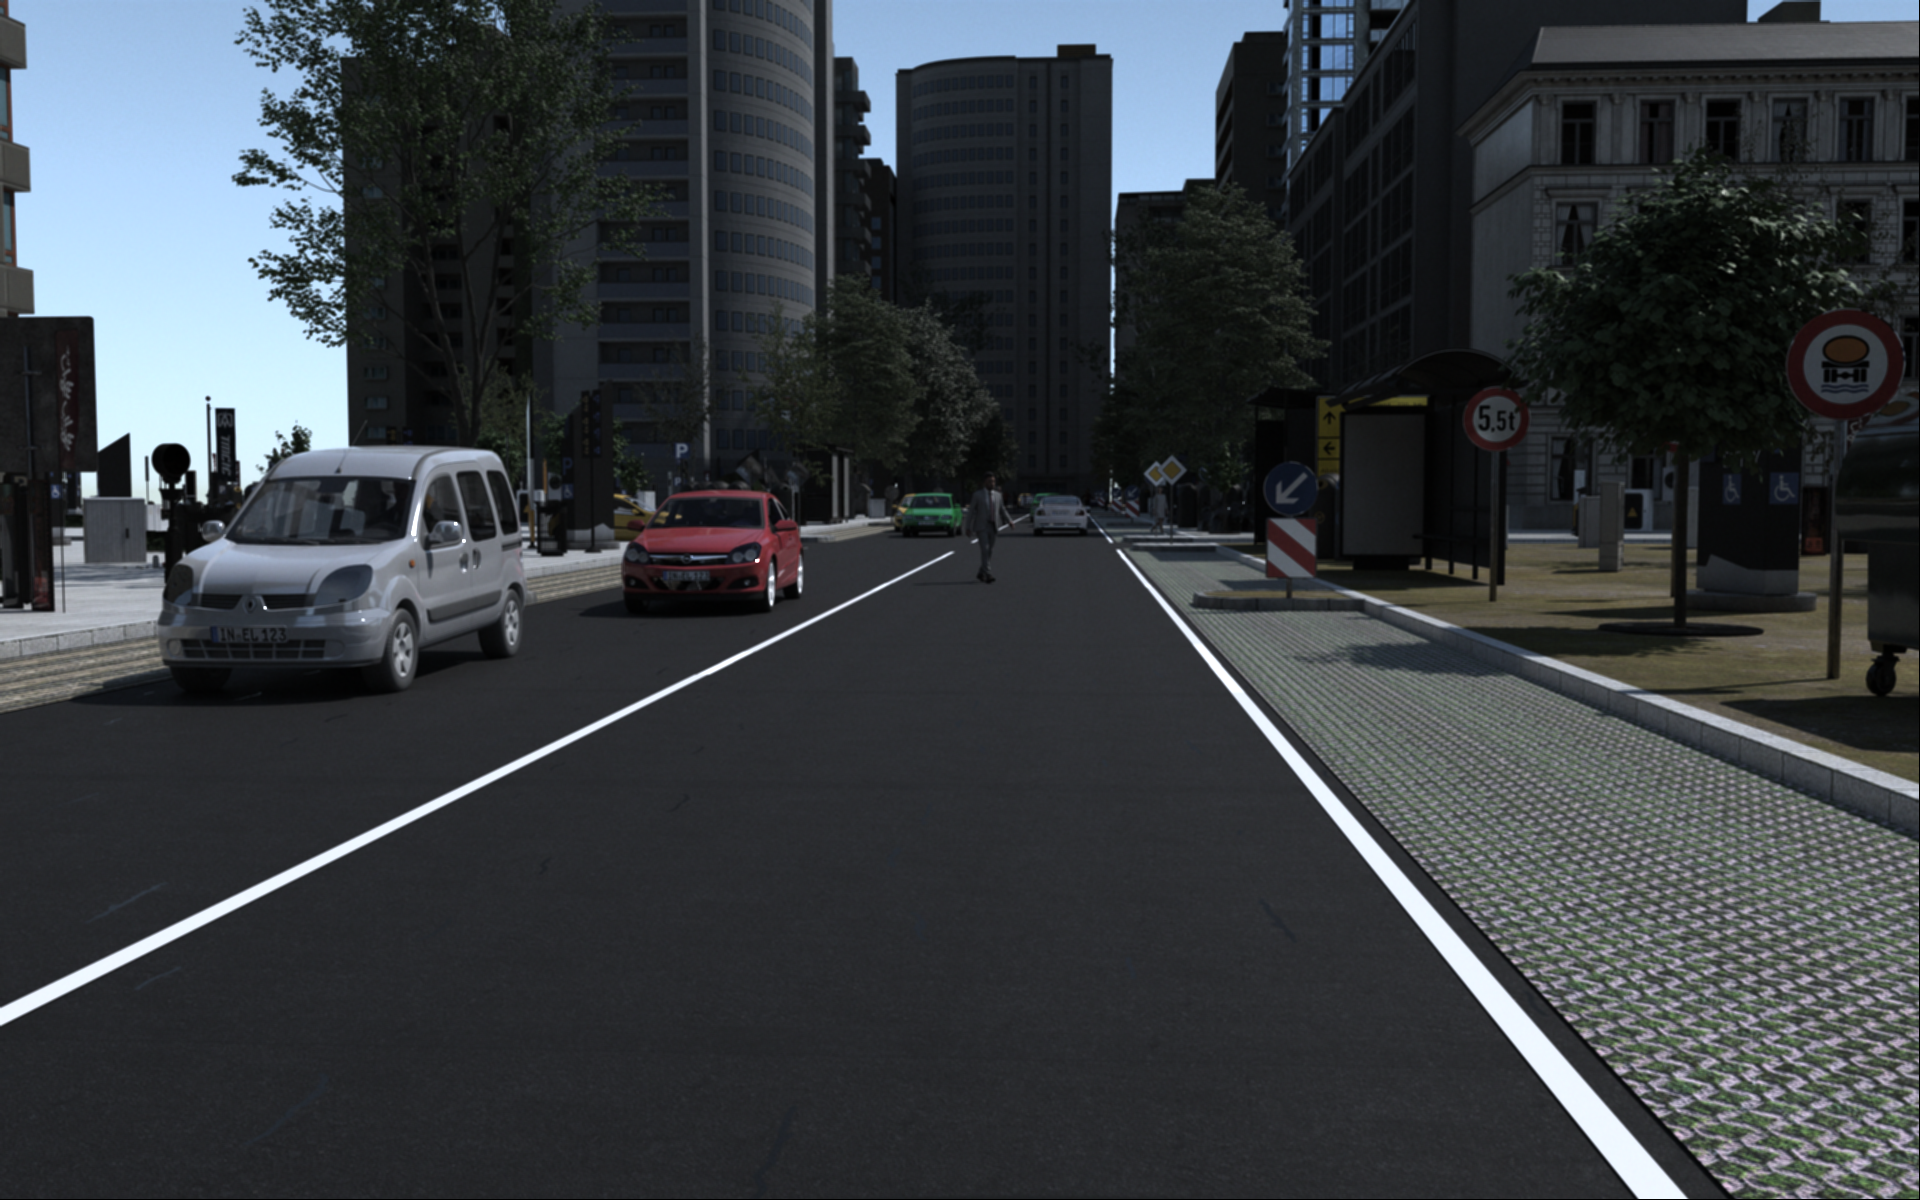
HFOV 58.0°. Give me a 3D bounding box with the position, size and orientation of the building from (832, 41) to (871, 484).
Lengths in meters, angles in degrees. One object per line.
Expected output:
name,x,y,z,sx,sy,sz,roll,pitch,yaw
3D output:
building,-25.014,-34.370,181.560,30.456,49.044,23.786,0,4,4

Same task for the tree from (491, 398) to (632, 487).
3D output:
tree,-12.891,-4.635,59.490,4.285,4.588,4.351,0,3,0

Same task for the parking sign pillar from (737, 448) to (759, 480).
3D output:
parking sign pillar,-12.229,-6.822,100.018,1.447,3.967,1.447,0,4,-7

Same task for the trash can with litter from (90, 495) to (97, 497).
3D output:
trash can with litter,-58.977,-6.596,118.908,1.678,1.210,2.233,3,5,43

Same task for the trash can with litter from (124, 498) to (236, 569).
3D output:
trash can with litter,-13.192,-1.158,29.993,2.233,1.210,1.678,1,4,23

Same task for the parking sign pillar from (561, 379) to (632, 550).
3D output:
parking sign pillar,-8.651,-3.166,40.233,1.447,3.967,1.447,2,4,32

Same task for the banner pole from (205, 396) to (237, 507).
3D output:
banner pole,-18.954,-3.323,44.345,0.863,3.779,0.401,-1,4,-16

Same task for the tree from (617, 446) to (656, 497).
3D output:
tree,-13.203,-4.641,70.484,1.663,3.219,1.824,0,3,0

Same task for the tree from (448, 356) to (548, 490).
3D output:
tree,-25.531,-8.721,92.948,4.737,8.622,4.395,0,3,0

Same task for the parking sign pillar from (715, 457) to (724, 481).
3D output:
parking sign pillar,-17.484,-8.402,125.844,1.447,3.967,1.447,-1,4,-17

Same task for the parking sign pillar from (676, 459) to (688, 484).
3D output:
parking sign pillar,-15.326,-6.544,95.465,1.447,3.967,1.447,-1,4,-18

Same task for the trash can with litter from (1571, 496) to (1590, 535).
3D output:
trash can with litter,19.998,-2.646,54.318,2.233,1.210,1.678,-3,5,-40

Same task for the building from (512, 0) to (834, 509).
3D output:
building,-22.805,-36.752,142.896,21.231,58.520,28.212,0,4,4

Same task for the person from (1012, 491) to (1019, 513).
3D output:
person,4.136,-7.255,128.586,0.415,1.643,0.593,3,5,39

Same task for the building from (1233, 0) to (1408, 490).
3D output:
building,36.937,-51.304,151.495,22.319,86.520,31.000,0,4,4

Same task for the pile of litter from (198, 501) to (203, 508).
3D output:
pile of litter,-46.792,-5.634,106.082,1.719,0.858,1.176,2,4,28

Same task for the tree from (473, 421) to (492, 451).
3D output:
tree,-21.034,-5.770,78.060,4.285,4.588,4.351,0,3,0

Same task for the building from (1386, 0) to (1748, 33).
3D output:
building,28.394,-18.075,89.028,14.314,27.812,24.014,0,4,4

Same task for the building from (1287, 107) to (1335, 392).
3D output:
building,29.779,-19.538,112.959,14.314,27.812,24.014,0,4,4

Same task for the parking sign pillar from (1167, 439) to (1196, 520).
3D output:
parking sign pillar,10.889,-5.899,84.923,1.447,3.967,1.447,2,4,33

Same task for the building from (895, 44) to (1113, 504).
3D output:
building,5.905,-42.165,231.392,28.212,58.520,21.231,0,4,4

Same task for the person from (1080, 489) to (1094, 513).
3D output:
person,9.516,-7.382,129.158,1.348,1.831,0.705,3,5,42

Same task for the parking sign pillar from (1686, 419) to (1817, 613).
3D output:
parking sign pillar,8.803,-1.886,19.302,1.447,3.967,1.447,-1,4,-9

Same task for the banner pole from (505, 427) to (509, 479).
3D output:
banner pole,-16.957,-4.580,64.901,0.401,3.779,0.863,-1,4,-12

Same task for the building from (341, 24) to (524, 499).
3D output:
building,-50.916,-34.291,184.363,21.600,48.544,21.300,0,4,4

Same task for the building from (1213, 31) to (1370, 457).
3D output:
building,37.850,-33.957,178.900,21.300,48.544,21.600,0,4,4

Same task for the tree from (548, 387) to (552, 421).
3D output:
tree,-26.082,-9.263,101.817,4.737,8.622,4.395,0,3,0

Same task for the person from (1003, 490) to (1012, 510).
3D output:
person,4.134,-9.094,157.121,1.348,1.831,0.705,2,4,29

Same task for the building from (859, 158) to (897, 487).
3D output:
building,-15.703,-35.489,230.350,14.200,45.320,14.600,0,4,4

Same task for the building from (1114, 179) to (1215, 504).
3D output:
building,27.382,-33.253,227.283,14.086,41.232,14.154,0,4,4

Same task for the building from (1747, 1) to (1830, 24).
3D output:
building,77.320,-33.802,176.362,21.600,48.544,21.300,0,4,4

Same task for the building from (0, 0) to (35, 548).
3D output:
building,-34.481,-10.866,22.694,28.899,21.520,27.650,0,4,4

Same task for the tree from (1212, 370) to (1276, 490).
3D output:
tree,16.559,-9.140,99.795,4.360,8.622,3.978,0,3,0

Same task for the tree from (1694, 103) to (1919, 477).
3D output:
tree,15.750,-5.051,32.951,4.360,8.622,3.978,0,3,0

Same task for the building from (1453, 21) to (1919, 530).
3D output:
building,29.730,-12.335,66.297,19.286,19.102,10.561,0,4,4

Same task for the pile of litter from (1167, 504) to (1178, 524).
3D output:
pile of litter,9.488,-3.682,74.161,1.176,0.858,1.719,0,4,1

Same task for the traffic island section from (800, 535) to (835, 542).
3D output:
traffic island section,-4.911,-1.862,52.724,2.009,0.180,2.903,0,4,4

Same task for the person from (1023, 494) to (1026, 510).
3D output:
person,5.954,-8.911,157.413,0.599,1.433,0.991,0,4,1

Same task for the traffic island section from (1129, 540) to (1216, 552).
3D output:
traffic island section,5.397,-1.332,44.059,2.009,0.180,2.903,0,4,4

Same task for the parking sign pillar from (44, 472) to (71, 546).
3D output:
parking sign pillar,-23.012,-3.345,43.156,1.447,3.967,1.447,1,4,23

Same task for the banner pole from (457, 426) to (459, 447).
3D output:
banner pole,-13.145,-3.410,45.775,0.401,3.779,0.863,-2,4,-35

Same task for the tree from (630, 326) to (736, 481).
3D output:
tree,-11.929,-7.646,75.378,4.360,8.622,3.978,0,3,0

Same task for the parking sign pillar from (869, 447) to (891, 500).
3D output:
parking sign pillar,-4.550,-6.748,98.798,1.447,3.967,1.447,-3,5,-41

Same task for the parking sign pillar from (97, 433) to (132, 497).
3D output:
parking sign pillar,-36.995,-5.337,75.735,1.447,3.967,1.447,-3,4,-39

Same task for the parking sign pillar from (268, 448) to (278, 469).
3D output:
parking sign pillar,-39.800,-6.866,100.727,1.447,3.967,1.447,-2,4,-35

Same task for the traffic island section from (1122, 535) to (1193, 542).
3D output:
traffic island section,5.908,-1.819,52.028,2.009,0.180,2.903,0,4,4

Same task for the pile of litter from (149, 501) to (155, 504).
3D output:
pile of litter,-52.284,-5.969,111.564,1.719,0.858,1.176,-3,5,-42
